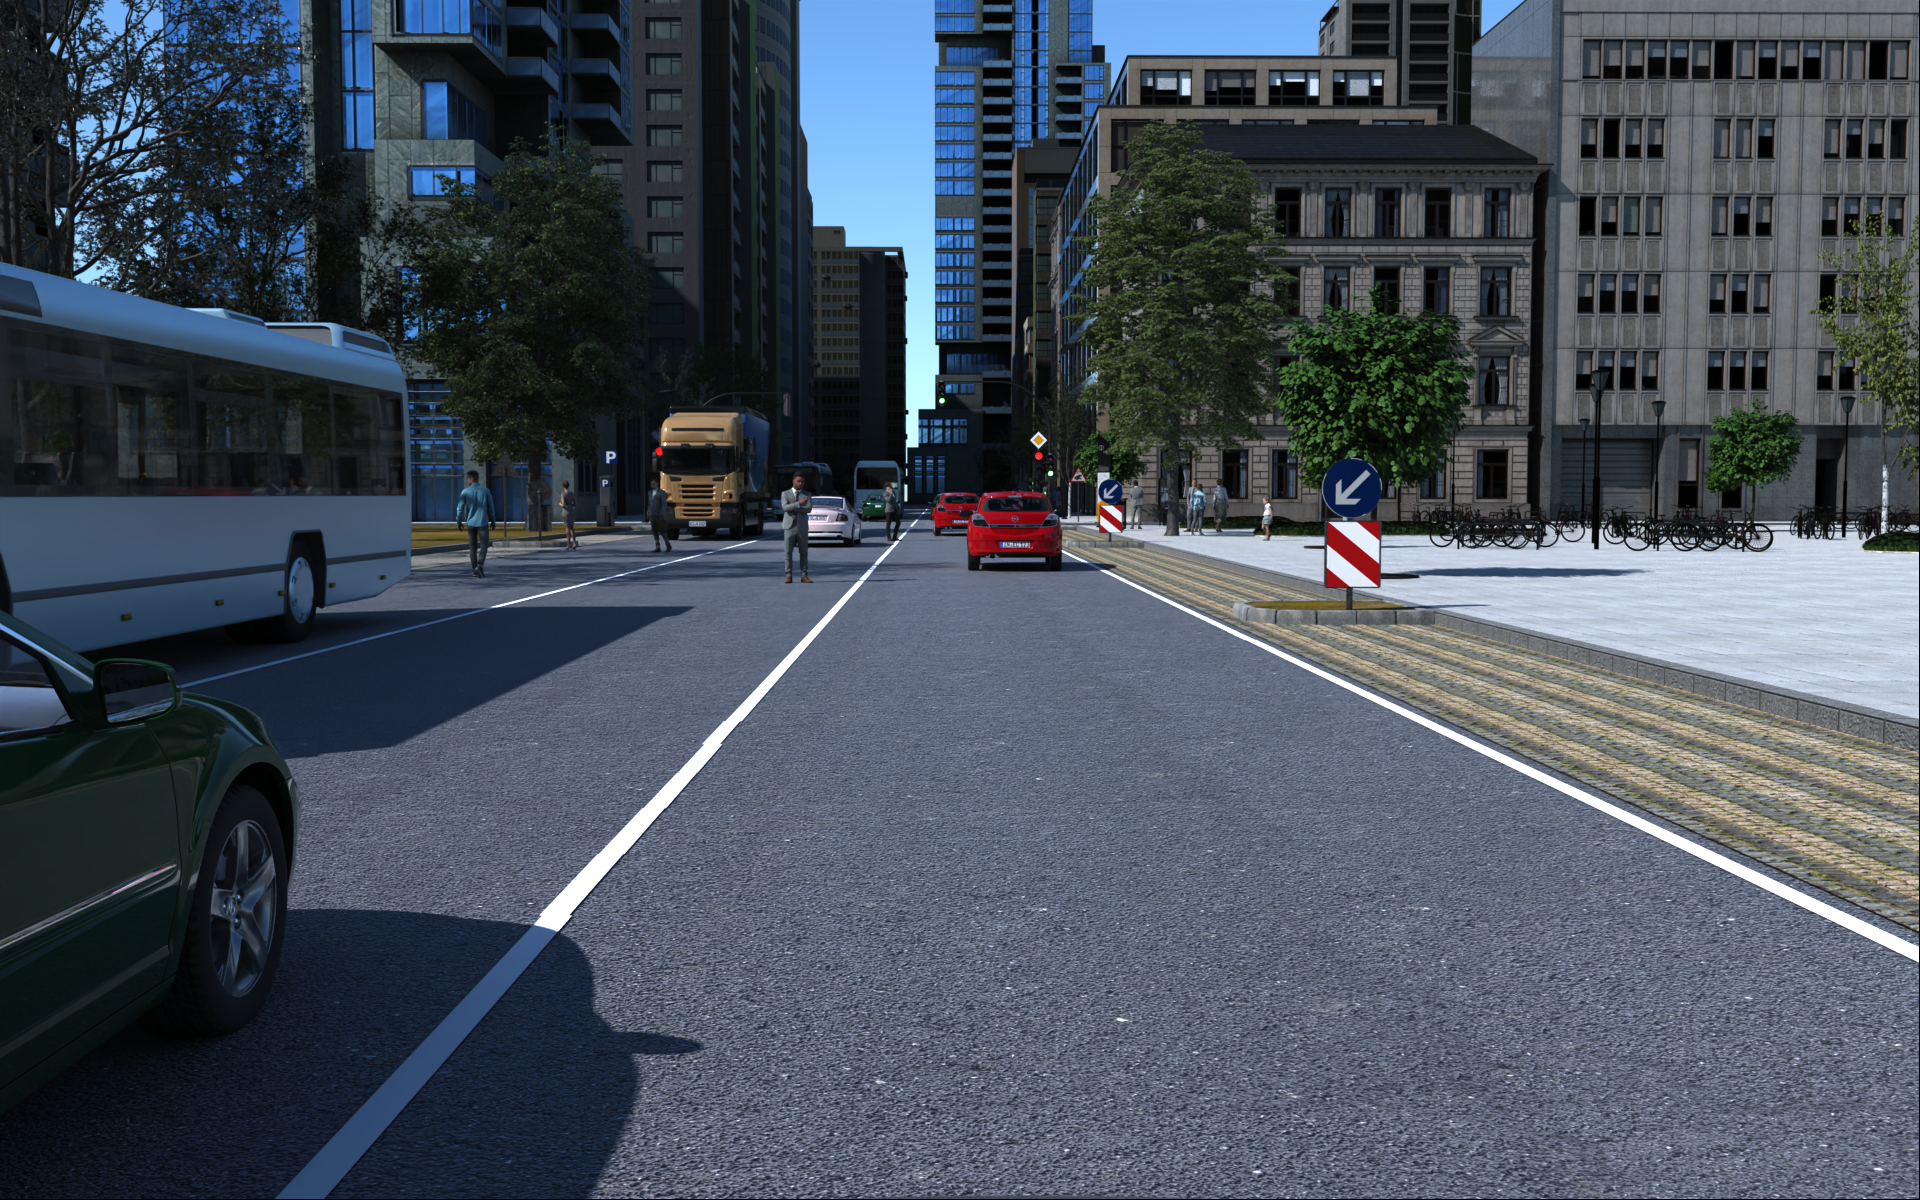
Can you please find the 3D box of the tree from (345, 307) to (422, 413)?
[{"bbox_3d":[-22.798,-7.097,66.390,4.360,8.622,3.978,0,3,0],"label":"tree"}]

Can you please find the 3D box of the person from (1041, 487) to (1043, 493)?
[{"bbox_3d":[5.433,-6.490,112.169,0.388,1.821,0.555,-2,4,-27],"label":"person"}]

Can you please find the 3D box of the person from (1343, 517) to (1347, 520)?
[{"bbox_3d":[10.432,-2.428,46.742,0.522,1.701,0.512,-1,4,-13],"label":"person"}]

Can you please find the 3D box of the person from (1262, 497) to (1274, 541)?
[{"bbox_3d":[8.518,-2.238,47.657,0.382,1.210,0.505,-1,4,-14],"label":"person"}]

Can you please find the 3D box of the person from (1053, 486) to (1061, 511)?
[{"bbox_3d":[6.428,-6.674,115.421,0.793,1.790,0.793,-2,4,-35],"label":"person"}]

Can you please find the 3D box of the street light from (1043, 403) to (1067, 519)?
[{"bbox_3d":[4.823,-7.110,88.787,1.470,5.913,1.316,0,4,-1],"label":"street light"}]

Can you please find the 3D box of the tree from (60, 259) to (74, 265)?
[{"bbox_3d":[-27.064,-6.113,50.304,4.360,8.622,3.978,0,3,0],"label":"tree"}]

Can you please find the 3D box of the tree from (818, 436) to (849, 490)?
[{"bbox_3d":[-15.725,-16.184,214.970,4.737,8.622,4.395,0,3,0],"label":"tree"}]

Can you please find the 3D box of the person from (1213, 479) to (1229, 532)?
[{"bbox_3d":[8.700,-3.166,58.037,0.478,1.798,0.641,3,4,38],"label":"person"}]

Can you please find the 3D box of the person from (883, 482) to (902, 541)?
[{"bbox_3d":[-2.065,-2.698,52.798,0.592,1.802,0.473,-3,4,-36],"label":"person"}]

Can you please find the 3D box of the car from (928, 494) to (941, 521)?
[{"bbox_3d":[-0.699,-5.098,95.152,2.131,1.459,4.920,0,4,-1],"label":"car"}]

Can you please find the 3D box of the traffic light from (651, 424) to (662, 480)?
[{"bbox_3d":[-11.973,-4.926,69.458,0.839,4.253,0.868,0,4,-1],"label":"traffic light"}]

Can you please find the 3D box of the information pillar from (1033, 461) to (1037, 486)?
[{"bbox_3d":[5.135,-7.696,117.189,0.183,3.616,0.504,-3,5,-41],"label":"information pillar"}]

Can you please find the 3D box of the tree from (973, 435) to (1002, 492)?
[{"bbox_3d":[3.792,-16.252,216.080,4.737,8.622,4.395,0,3,0],"label":"tree"}]

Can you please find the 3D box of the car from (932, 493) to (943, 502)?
[{"bbox_3d":[-0.573,-5.580,100.276,2.155,1.783,4.494,0,4,1],"label":"car"}]

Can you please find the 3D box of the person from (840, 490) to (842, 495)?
[{"bbox_3d":[-15.616,-13.545,227.435,0.705,1.831,1.348,0,4,8],"label":"person"}]

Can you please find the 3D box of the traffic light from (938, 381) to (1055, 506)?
[{"bbox_3d":[1.496,-5.799,69.481,4.771,5.953,1.251,0,4,-1],"label":"traffic light"}]

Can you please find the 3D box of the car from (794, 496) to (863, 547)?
[{"bbox_3d":[-3.790,-2.203,48.377,2.083,1.381,4.827,0,4,0],"label":"car"}]

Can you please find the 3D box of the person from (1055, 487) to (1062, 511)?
[{"bbox_3d":[6.503,-6.576,113.905,0.624,1.780,0.694,-1,4,-10],"label":"person"}]

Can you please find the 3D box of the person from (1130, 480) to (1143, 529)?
[{"bbox_3d":[6.505,-3.522,63.812,0.511,1.800,0.466,0,4,-3],"label":"person"}]

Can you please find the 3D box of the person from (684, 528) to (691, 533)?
[{"bbox_3d":[-9.866,-3.310,63.103,0.515,1.767,0.782,1,4,13],"label":"person"}]

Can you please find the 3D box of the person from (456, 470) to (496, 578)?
[{"bbox_3d":[-8.343,-1.309,29.771,0.638,1.841,0.748,0,4,-1],"label":"person"}]

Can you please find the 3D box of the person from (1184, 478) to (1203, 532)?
[{"bbox_3d":[7.944,-3.219,58.773,0.635,1.810,0.391,2,4,31],"label":"person"}]

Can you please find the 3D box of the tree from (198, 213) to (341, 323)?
[{"bbox_3d":[-18.362,-5.804,45.255,4.360,8.622,3.978,0,3,0],"label":"tree"}]

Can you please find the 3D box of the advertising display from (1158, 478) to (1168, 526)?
[{"bbox_3d":[8.405,-3.988,70.423,0.123,1.923,0.974,3,5,45],"label":"advertising display"}]

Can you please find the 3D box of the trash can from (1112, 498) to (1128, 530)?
[{"bbox_3d":[5.558,-3.023,61.077,0.748,1.137,0.748,0,3,0],"label":"trash can"}]

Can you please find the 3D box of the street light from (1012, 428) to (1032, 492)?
[{"bbox_3d":[4.473,-9.087,121.118,1.470,5.913,1.316,0,4,-1],"label":"street light"}]

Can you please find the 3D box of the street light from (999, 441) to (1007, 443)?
[{"bbox_3d":[4.117,-11.024,152.788,1.470,5.913,1.316,0,4,-1],"label":"street light"}]

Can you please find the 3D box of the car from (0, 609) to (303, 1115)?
[{"bbox_3d":[-2.762,0.527,3.182,2.131,1.459,4.920,0,4,-2],"label":"car"}]

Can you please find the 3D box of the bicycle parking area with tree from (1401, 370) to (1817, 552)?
[{"bbox_3d":[15.514,-3.403,42.634,9.016,4.147,8.231,2,4,33],"label":"bicycle parking area with tree"}]

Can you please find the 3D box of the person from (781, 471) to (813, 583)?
[{"bbox_3d":[-2.613,-1.173,27.858,0.511,1.800,0.466,-2,4,-27],"label":"person"}]

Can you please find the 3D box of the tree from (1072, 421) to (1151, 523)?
[{"bbox_3d":[6.647,-5.701,76.929,4.285,4.588,4.351,0,3,0],"label":"tree"}]

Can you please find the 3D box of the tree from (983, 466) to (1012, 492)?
[{"bbox_3d":[4.611,-15.055,229.854,4.285,4.588,4.351,0,3,0],"label":"tree"}]

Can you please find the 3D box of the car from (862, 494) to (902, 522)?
[{"bbox_3d":[-4.172,-4.873,91.472,2.131,1.459,4.920,0,4,1],"label":"car"}]

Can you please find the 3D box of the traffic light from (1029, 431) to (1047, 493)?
[{"bbox_3d":[3.498,-5.426,77.630,0.839,4.253,0.868,0,4,-1],"label":"traffic light"}]

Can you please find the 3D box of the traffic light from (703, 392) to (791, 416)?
[{"bbox_3d":[-9.971,-6.289,77.500,4.771,5.953,1.251,0,4,-1],"label":"traffic light"}]

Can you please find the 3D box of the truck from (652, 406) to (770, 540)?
[{"bbox_3d":[-8.035,-4.187,57.369,2.839,4.237,11.283,0,4,-1],"label":"truck"}]

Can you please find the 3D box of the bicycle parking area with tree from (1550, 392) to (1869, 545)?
[{"bbox_3d":[23.710,-3.983,52.129,8.231,4.147,9.016,3,5,41],"label":"bicycle parking area with tree"}]

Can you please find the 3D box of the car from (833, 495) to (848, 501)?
[{"bbox_3d":[-10.015,-7.816,140.366,1.945,1.354,3.894,0,4,1],"label":"car"}]

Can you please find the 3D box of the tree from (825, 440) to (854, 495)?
[{"bbox_3d":[-15.970,-17.000,228.315,4.360,8.622,3.978,0,3,0],"label":"tree"}]

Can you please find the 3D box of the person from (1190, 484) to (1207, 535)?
[{"bbox_3d":[7.517,-2.850,54.454,0.589,1.601,0.330,3,4,37],"label":"person"}]

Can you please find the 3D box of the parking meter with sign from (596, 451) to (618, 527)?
[{"bbox_3d":[-13.998,-4.424,68.586,0.543,3.016,1.738,0,4,2],"label":"parking meter with sign"}]

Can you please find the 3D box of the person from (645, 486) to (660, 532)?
[{"bbox_3d":[-11.460,-3.429,64.917,0.716,1.782,0.532,-2,4,-29],"label":"person"}]

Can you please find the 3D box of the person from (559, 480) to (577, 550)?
[{"bbox_3d":[-10.044,-2.172,44.357,0.374,1.781,0.599,2,4,32],"label":"person"}]

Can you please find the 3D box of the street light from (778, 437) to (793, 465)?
[{"bbox_3d":[-14.275,-10.313,141.152,1.470,5.913,1.316,0,4,-1],"label":"street light"}]

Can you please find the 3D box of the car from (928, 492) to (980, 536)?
[{"bbox_3d":[-0.044,-3.162,60.745,2.155,1.783,4.494,0,4,-2],"label":"car"}]

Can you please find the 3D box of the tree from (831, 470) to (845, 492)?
[{"bbox_3d":[-16.095,-14.424,219.538,4.285,4.588,4.351,0,3,0],"label":"tree"}]

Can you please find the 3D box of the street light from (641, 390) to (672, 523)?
[{"bbox_3d":[-13.570,-6.421,77.532,1.470,5.913,1.316,0,4,-1],"label":"street light"}]

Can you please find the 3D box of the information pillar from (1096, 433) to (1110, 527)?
[{"bbox_3d":[5.520,-4.606,66.658,0.504,3.616,0.183,1,4,20],"label":"information pillar"}]

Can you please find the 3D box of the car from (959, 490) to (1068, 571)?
[{"bbox_3d":[1.053,-1.522,33.932,2.155,1.783,4.494,0,4,1],"label":"car"}]

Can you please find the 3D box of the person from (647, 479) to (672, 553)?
[{"bbox_3d":[-7.440,-2.073,42.512,0.709,1.813,0.853,2,4,26],"label":"person"}]
